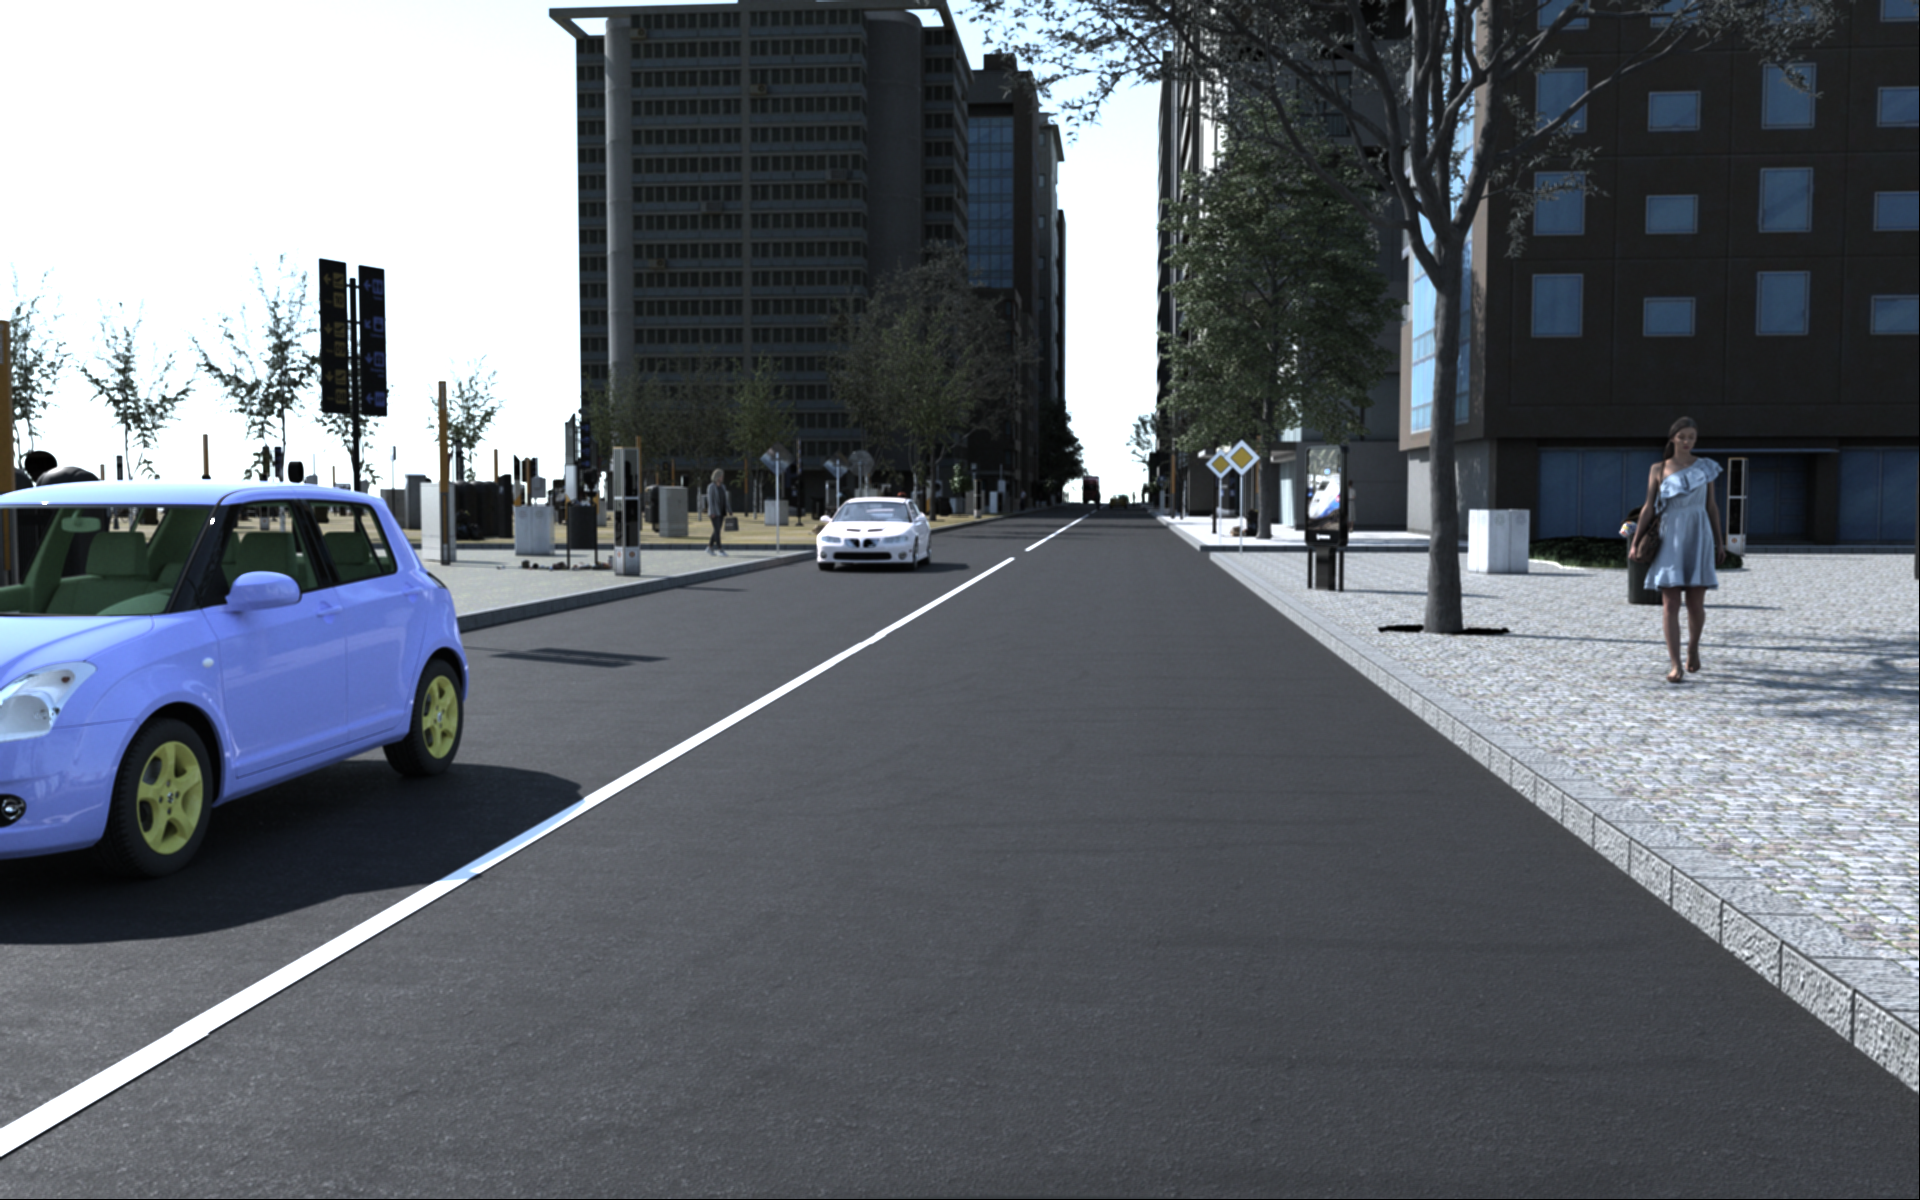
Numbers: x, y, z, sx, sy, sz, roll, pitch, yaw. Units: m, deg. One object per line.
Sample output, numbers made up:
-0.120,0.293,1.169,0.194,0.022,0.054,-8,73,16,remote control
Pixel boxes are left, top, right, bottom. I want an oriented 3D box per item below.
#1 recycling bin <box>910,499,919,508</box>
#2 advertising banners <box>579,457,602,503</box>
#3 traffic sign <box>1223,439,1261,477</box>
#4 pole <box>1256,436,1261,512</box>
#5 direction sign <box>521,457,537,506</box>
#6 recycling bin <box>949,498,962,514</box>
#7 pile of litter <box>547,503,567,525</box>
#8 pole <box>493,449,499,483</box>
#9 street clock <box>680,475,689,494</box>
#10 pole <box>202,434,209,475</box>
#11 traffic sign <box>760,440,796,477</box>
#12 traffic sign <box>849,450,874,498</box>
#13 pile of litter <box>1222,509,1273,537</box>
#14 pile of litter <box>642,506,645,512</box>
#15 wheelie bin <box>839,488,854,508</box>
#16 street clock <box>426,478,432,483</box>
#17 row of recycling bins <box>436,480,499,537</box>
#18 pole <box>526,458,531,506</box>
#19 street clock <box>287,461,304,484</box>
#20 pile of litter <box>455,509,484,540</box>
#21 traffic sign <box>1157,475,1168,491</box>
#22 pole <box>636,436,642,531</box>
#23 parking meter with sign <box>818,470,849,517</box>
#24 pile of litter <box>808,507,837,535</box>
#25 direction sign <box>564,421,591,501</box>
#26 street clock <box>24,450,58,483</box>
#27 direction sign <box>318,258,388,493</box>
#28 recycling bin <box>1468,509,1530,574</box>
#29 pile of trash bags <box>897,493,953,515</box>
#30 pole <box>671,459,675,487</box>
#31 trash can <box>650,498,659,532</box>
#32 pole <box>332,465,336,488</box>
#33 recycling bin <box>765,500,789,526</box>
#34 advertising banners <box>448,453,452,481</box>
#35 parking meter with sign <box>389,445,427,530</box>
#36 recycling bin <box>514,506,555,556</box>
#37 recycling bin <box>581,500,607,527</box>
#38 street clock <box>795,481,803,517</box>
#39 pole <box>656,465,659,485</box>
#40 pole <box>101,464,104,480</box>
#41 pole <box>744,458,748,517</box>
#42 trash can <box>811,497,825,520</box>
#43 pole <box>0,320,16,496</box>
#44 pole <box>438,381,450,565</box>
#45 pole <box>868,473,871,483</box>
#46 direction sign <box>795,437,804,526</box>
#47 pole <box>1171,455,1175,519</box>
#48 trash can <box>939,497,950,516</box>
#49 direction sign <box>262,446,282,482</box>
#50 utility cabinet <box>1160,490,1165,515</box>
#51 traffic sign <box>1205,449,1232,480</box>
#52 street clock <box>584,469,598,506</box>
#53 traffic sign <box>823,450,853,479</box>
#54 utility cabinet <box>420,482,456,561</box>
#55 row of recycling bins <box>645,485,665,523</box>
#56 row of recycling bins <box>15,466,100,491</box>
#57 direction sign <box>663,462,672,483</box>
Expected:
-2.601,-4.816,91.296,0.722,1.027,0.722,1,4,19,recycling bin
-17.931,-5.234,81.757,2.074,3.025,0.090,0,4,-3,advertising banners
5.974,-2.108,36.651,0.795,2.593,0.064,0,4,5,traffic sign
10.453,-4.081,60.570,0.158,3.312,0.155,0,3,0,pole
-26.356,-6.995,106.361,0.379,3.537,0.876,3,5,39,direction sign
-0.326,-6.161,113.280,0.722,1.027,0.722,3,5,40,recycling bin
-16.041,-3.552,72.046,1.719,0.858,1.176,1,4,10,pile of litter
-20.799,-5.128,77.681,0.158,3.312,0.155,0,3,0,pole
-10.293,-3.682,64.767,0.358,2.002,0.471,-1,4,-21,street clock
-25.447,-3.954,58.483,0.158,3.312,0.155,0,3,0,pole
-3.974,-2.166,37.609,0.795,2.593,0.064,0,4,5,traffic sign
-2.884,-3.065,50.225,0.768,2.556,0.104,1,4,10,traffic sign
8.701,-2.351,52.409,1.719,0.858,1.176,0,4,-7,pile of litter
-22.286,-6.475,119.827,1.719,0.858,1.176,-1,4,-13,pile of litter
-5.561,-4.645,83.847,0.693,1.594,0.980,1,4,21,wheelie bin
-23.418,-4.371,76.030,0.471,2.002,0.358,0,4,6,street clock
-14.738,-2.742,51.938,1.069,1.692,3.534,1,4,12,row of recycling bins
-24.476,-6.384,98.223,0.158,3.312,0.155,0,3,0,pole
-14.531,-2.041,37.938,0.358,2.002,0.471,0,4,-4,street clock
-14.088,-2.110,48.464,1.719,0.858,1.176,-2,4,-33,pile of litter
13.735,-7.176,117.431,0.768,2.556,0.104,1,4,12,traffic sign
-11.259,-4.094,60.787,0.158,3.312,0.155,0,3,0,pole
-7.116,-6.136,96.576,1.738,3.016,0.543,-1,4,-23,parking meter with sign
-4.225,-2.547,55.610,1.719,0.858,1.176,-3,5,-45,pile of litter
-11.921,-3.796,54.061,0.876,3.537,0.379,1,4,15,direction sign
-15.192,-1.474,28.678,0.471,2.002,0.358,-1,4,-20,street clock
-5.959,-1.535,17.090,0.379,3.537,0.876,2,4,23,direction sign
8.733,-0.950,28.082,0.722,1.027,0.722,-1,4,-11,recycling bin
-2.275,-6.024,108.252,3.447,1.369,1.912,-1,4,-21,pile of trash bags
-16.701,-6.546,100.864,0.158,3.312,0.155,0,3,0,pole
-10.032,-2.845,58.169,0.748,1.137,0.748,0,3,0,trash can
-44.110,-7.842,122.057,0.158,3.312,0.155,0,3,0,pole
-7.469,-3.545,70.521,0.722,1.027,0.722,3,5,41,recycling bin
-22.743,-4.757,73.972,2.074,3.025,0.090,-1,4,-18,advertising banners
-19.665,-4.058,62.607,1.738,3.016,0.543,-3,4,-36,parking meter with sign
-8.953,-1.463,36.471,0.722,1.027,0.722,0,4,-4,recycling bin
-14.461,-3.417,68.416,0.722,1.027,0.722,2,4,31,recycling bin
-8.812,-5.524,94.880,0.358,2.002,0.471,2,4,30,street clock
-20.969,-7.724,120.126,0.158,3.312,0.155,0,3,0,pole
-58.283,-7.581,117.786,0.158,3.312,0.155,0,3,0,pole
-12.112,-6.378,98.131,0.158,3.312,0.155,0,3,0,pole
-7.004,-4.508,85.360,0.748,1.137,0.748,0,3,0,trash can
-11.244,-1.625,20.409,0.158,3.312,0.155,0,3,0,pole
-9.308,-2.287,31.233,0.158,3.312,0.155,0,3,0,pole
-5.688,-7.024,108.689,0.158,3.312,0.155,0,3,0,pole
-6.451,-4.740,69.493,0.379,3.537,0.876,-1,4,-14,direction sign
11.119,-5.904,90.372,0.158,3.312,0.155,0,3,0,pole
-0.915,-5.422,100.303,0.748,1.137,0.748,0,3,0,trash can
-32.467,-5.494,81.825,0.876,3.537,0.379,-1,4,-22,direction sign
12.730,-6.014,107.003,0.318,1.500,1.173,-1,4,-18,utility cabinet
6.727,-2.594,44.600,0.795,2.593,0.064,0,4,5,traffic sign
-10.674,-2.789,50.164,0.358,2.002,0.471,1,4,12,street clock
-3.221,-2.653,45.559,0.795,2.593,0.064,0,4,5,traffic sign
-9.981,-1.498,33.164,0.318,1.500,1.173,-2,4,-34,utility cabinet
-13.527,-4.298,77.390,1.069,1.692,3.534,-1,4,-13,row of recycling bins
-13.797,-1.042,24.149,1.069,1.692,3.534,3,5,42,row of recycling bins
-20.456,-7.942,121.841,0.876,3.537,0.379,1,4,10,direction sign
